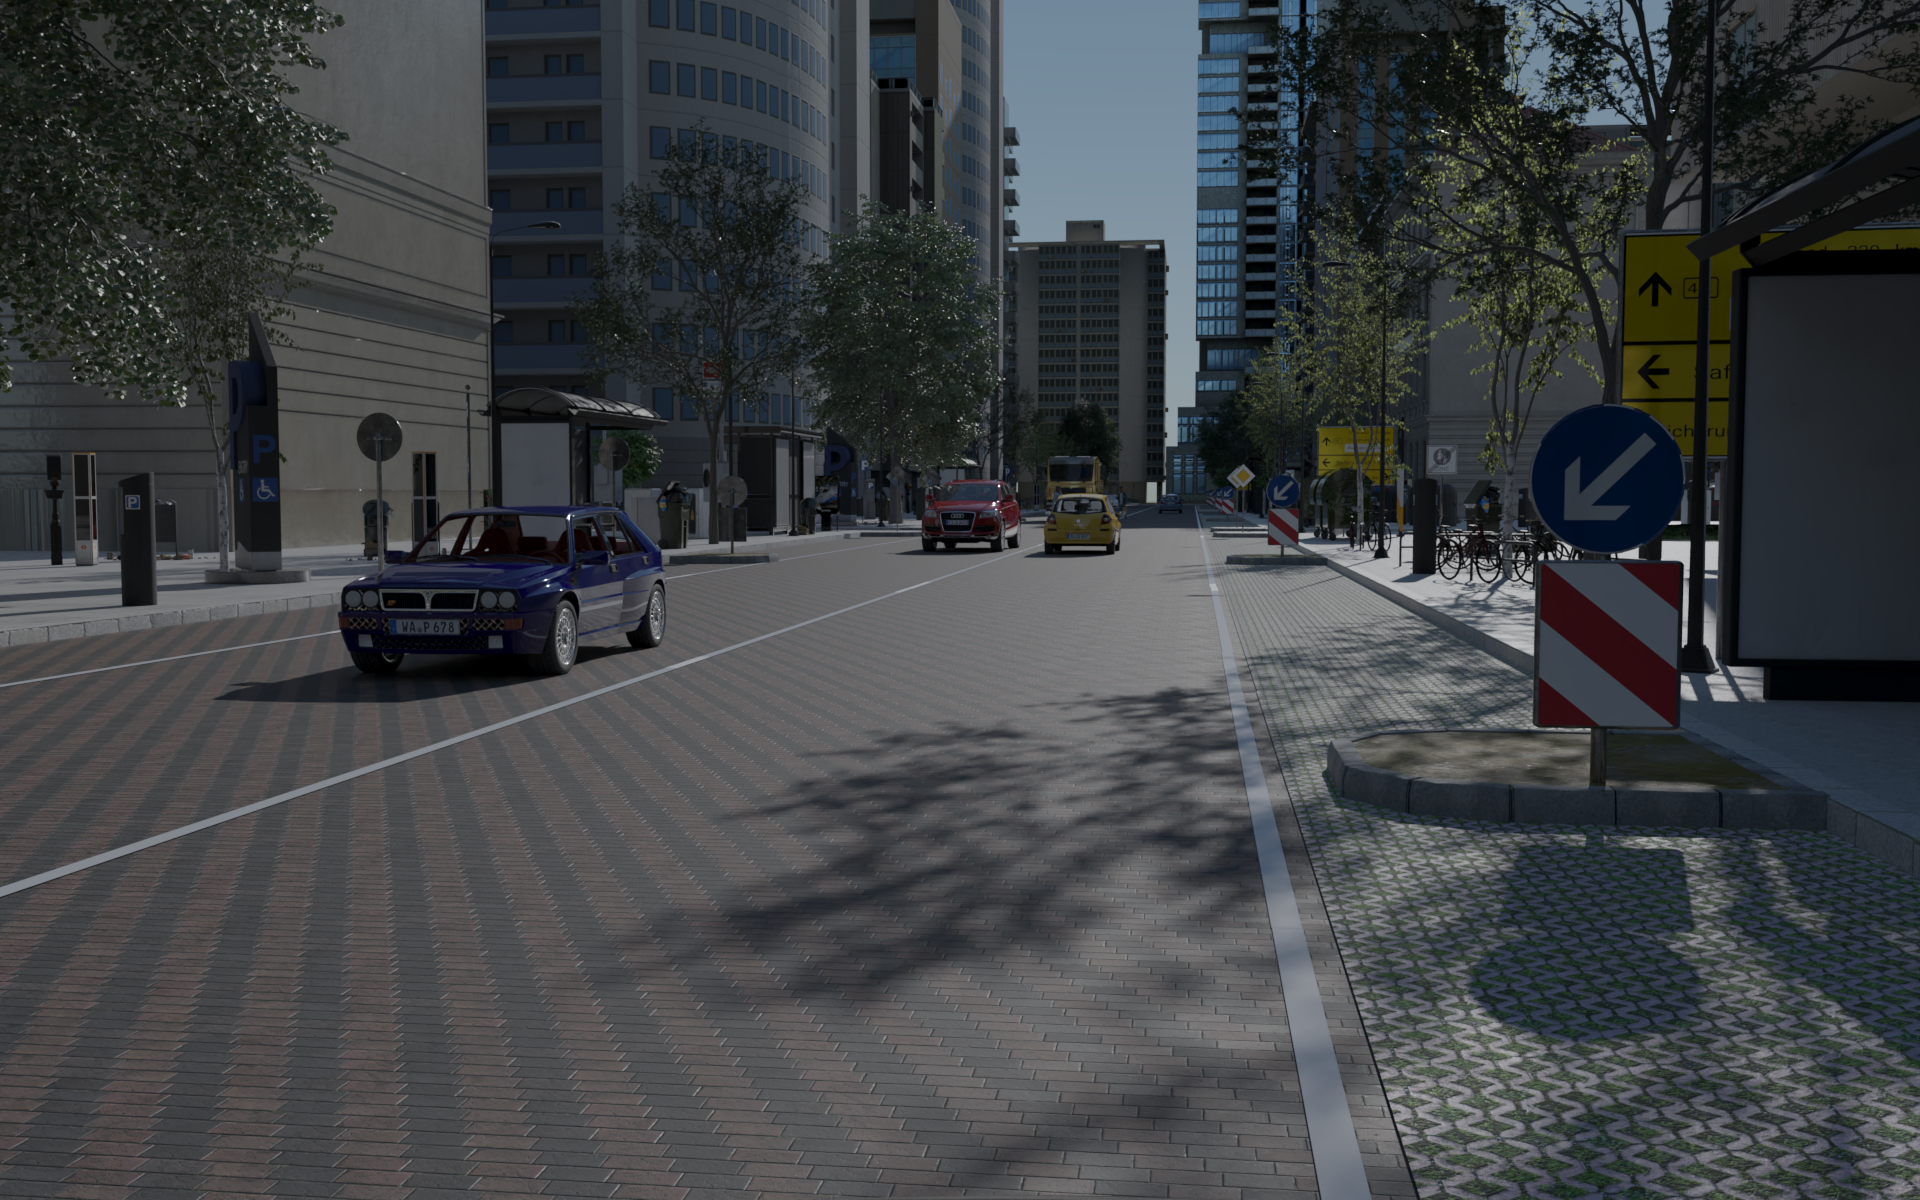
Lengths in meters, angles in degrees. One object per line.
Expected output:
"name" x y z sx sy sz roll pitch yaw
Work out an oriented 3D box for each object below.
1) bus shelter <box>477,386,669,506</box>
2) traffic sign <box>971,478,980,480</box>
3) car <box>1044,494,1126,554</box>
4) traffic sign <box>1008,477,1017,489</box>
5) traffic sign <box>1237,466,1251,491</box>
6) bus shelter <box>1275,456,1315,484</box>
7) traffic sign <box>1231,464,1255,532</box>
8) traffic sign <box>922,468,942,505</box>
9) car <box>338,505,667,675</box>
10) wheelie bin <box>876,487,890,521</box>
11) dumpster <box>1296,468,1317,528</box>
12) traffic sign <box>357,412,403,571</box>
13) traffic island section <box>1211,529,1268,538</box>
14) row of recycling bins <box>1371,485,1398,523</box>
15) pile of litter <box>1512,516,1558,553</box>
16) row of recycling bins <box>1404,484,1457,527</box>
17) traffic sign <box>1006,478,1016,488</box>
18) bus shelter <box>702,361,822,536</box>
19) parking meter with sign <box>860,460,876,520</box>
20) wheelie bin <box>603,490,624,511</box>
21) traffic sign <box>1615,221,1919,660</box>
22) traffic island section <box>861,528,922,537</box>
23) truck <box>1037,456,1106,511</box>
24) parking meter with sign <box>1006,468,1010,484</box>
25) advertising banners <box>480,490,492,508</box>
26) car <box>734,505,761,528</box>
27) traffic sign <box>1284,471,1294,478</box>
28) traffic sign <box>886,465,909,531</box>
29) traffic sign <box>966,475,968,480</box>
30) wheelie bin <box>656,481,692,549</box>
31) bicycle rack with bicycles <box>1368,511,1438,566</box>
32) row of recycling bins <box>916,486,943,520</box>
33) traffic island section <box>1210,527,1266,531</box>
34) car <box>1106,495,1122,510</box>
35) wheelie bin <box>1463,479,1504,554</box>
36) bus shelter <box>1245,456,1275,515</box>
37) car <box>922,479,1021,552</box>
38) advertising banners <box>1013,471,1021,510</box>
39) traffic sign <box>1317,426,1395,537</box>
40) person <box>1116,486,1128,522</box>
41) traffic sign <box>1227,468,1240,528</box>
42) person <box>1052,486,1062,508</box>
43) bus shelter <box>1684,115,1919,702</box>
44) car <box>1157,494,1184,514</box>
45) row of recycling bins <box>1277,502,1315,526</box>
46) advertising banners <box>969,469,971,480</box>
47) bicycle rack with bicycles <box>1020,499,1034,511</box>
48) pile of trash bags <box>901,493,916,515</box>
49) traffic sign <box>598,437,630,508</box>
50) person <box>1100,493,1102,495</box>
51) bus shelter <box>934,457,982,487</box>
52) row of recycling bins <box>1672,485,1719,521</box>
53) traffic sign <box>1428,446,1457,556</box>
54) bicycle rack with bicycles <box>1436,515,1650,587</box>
"bus shelter" -7.742 -2.533 35.333 2.014 3.302 5.546 0 4 8
"traffic sign" 1.037 -6.812 113.500 0.606 2.300 0.079 0 4 8
"car" 3.047 -1.981 42.614 2.015 1.641 3.980 0 4 8
"traffic sign" 3.773 -7.716 126.257 0.768 2.556 0.104 1 4 13
"traffic sign" 20.895 -7.921 123.378 2.265 3.308 0.079 1 4 16
"bus shelter" 18.403 -6.221 95.630 2.014 3.302 5.546 0 4 8
"traffic sign" 9.442 -3.311 57.770 0.795 2.450 0.064 0 4 8
"traffic sign" -1.082 -3.891 67.256 0.795 2.450 0.064 0 4 8
"car" -3.823 -0.149 15.013 1.945 1.354 3.894 0 4 7
"wheelie bin" -3.578 -4.559 82.454 0.693 1.594 0.980 2 4 31
"dumpster" 13.715 -3.921 66.609 1.502 2.255 1.985 0 4 8
"traffic sign" -9.067 -1.648 27.051 0.768 2.556 0.104 1 4 9
"traffic island section" 9.467 -2.175 57.845 2.009 0.180 2.903 0 4 8
"row of recycling bins" 19.348 -4.355 78.322 1.069 1.692 3.534 -1 4 -21
"pile of litter" 12.724 -1.517 38.773 1.719 0.858 1.176 -2 4 -35
"row of recycling bins" 18.998 -3.829 69.714 1.069 1.692 3.534 0 4 -6
"traffic sign" 3.536 -7.302 120.570 0.795 2.450 0.064 1 4 10
"bus shelter" -6.338 -4.714 54.714 2.179 5.291 8.768 0 4 8
"parking meter with sign" -4.619 -5.595 87.738 0.543 3.016 1.738 -1 4 -16
"wheelie bin" -12.092 -3.185 59.986 0.980 1.594 0.693 1 4 18
"traffic sign" 6.202 -1.185 13.255 2.265 3.308 0.079 1 4 12
"traffic island section" -2.170 -2.271 59.407 2.009 0.180 2.903 0 4 8
"truck" 6.085 -5.839 91.393 3.469 3.379 9.791 0 4 7
"parking meter with sign" 2.537 -7.316 115.871 1.738 3.016 0.543 3 5 44
"advertising banners" -12.686 -3.270 49.653 2.074 3.025 0.090 -1 4 -17
"car" -9.248 -3.429 65.655 3.694 1.707 1.945 0 4 7
"traffic sign" 13.995 -4.409 74.212 0.606 2.300 0.079 1 4 12
"traffic sign" -2.145 -3.407 59.342 0.795 2.450 0.064 0 4 8
"traffic sign" 0.048 -6.022 98.568 0.768 2.556 0.104 1 4 15
"wheelie bin" -6.706 -2.005 40.696 0.693 1.594 0.980 1 4 11
"bicycle rack with bicycles" 8.905 -1.000 29.736 2.925 0.926 2.852 0 4 -2
"row of recycling bins" -1.169 -4.877 86.854 1.069 1.692 3.534 2 4 24
"traffic island section" 10.530 -2.659 65.759 2.009 0.180 2.903 0 4 8
"car" 13.942 -8.956 158.800 2.083 1.381 4.827 0 4 7
"wheelie bin" 11.251 -1.793 37.221 0.693 1.594 0.980 0 4 -8
"bus shelter" 19.191 -7.302 110.673 1.731 3.624 6.357 0 4 7
"car" 0.348 -2.200 44.648 2.281 1.827 5.304 1 4 9
"advertising banners" 4.384 -8.401 133.546 0.090 3.025 2.074 -1 4 -14
"traffic sign" 11.825 -3.542 51.786 2.265 3.308 0.079 1 4 11
"person" 8.377 -4.937 89.199 0.794 1.824 0.713 3 5 45
"traffic sign" 10.505 -3.795 65.685 0.795 2.450 0.064 0 4 8
"person" 4.194 -4.077 75.422 0.793 1.790 0.793 3 5 41
"bus shelter" 5.244 -0.872 8.186 2.014 3.302 5.546 0 4 7
"car" 15.605 -7.121 128.424 2.014 1.417 4.499 0 4 7
"row of recycling bins" 13.795 -3.816 69.499 1.069 1.692 3.534 3 5 42
"advertising banners" 0.576 -7.812 123.911 0.090 3.025 2.074 -1 4 -9
"bicycle rack with bicycles" 4.235 -7.100 129.472 2.852 0.926 2.925 1 4 23
"pile of trash bags" -2.517 -5.914 106.453 3.447 1.369 1.912 2 4 23
"traffic sign" -7.667 -2.339 38.350 0.768 2.556 0.104 1 4 16
"person" 17.847 -13.015 221.819 0.617 1.759 0.750 3 4 37
"bus shelter" -0.138 -6.209 95.442 2.014 3.302 5.546 0 4 8
"row of recycling bins" 35.804 -4.663 83.350 3.534 1.692 1.069 1 4 15
"traffic sign" 10.018 -2.074 36.046 0.606 2.300 0.079 1 4 15
"bicycle rack with bicycles" 8.541 -0.701 24.839 2.852 0.926 2.925 -1 4 -11
